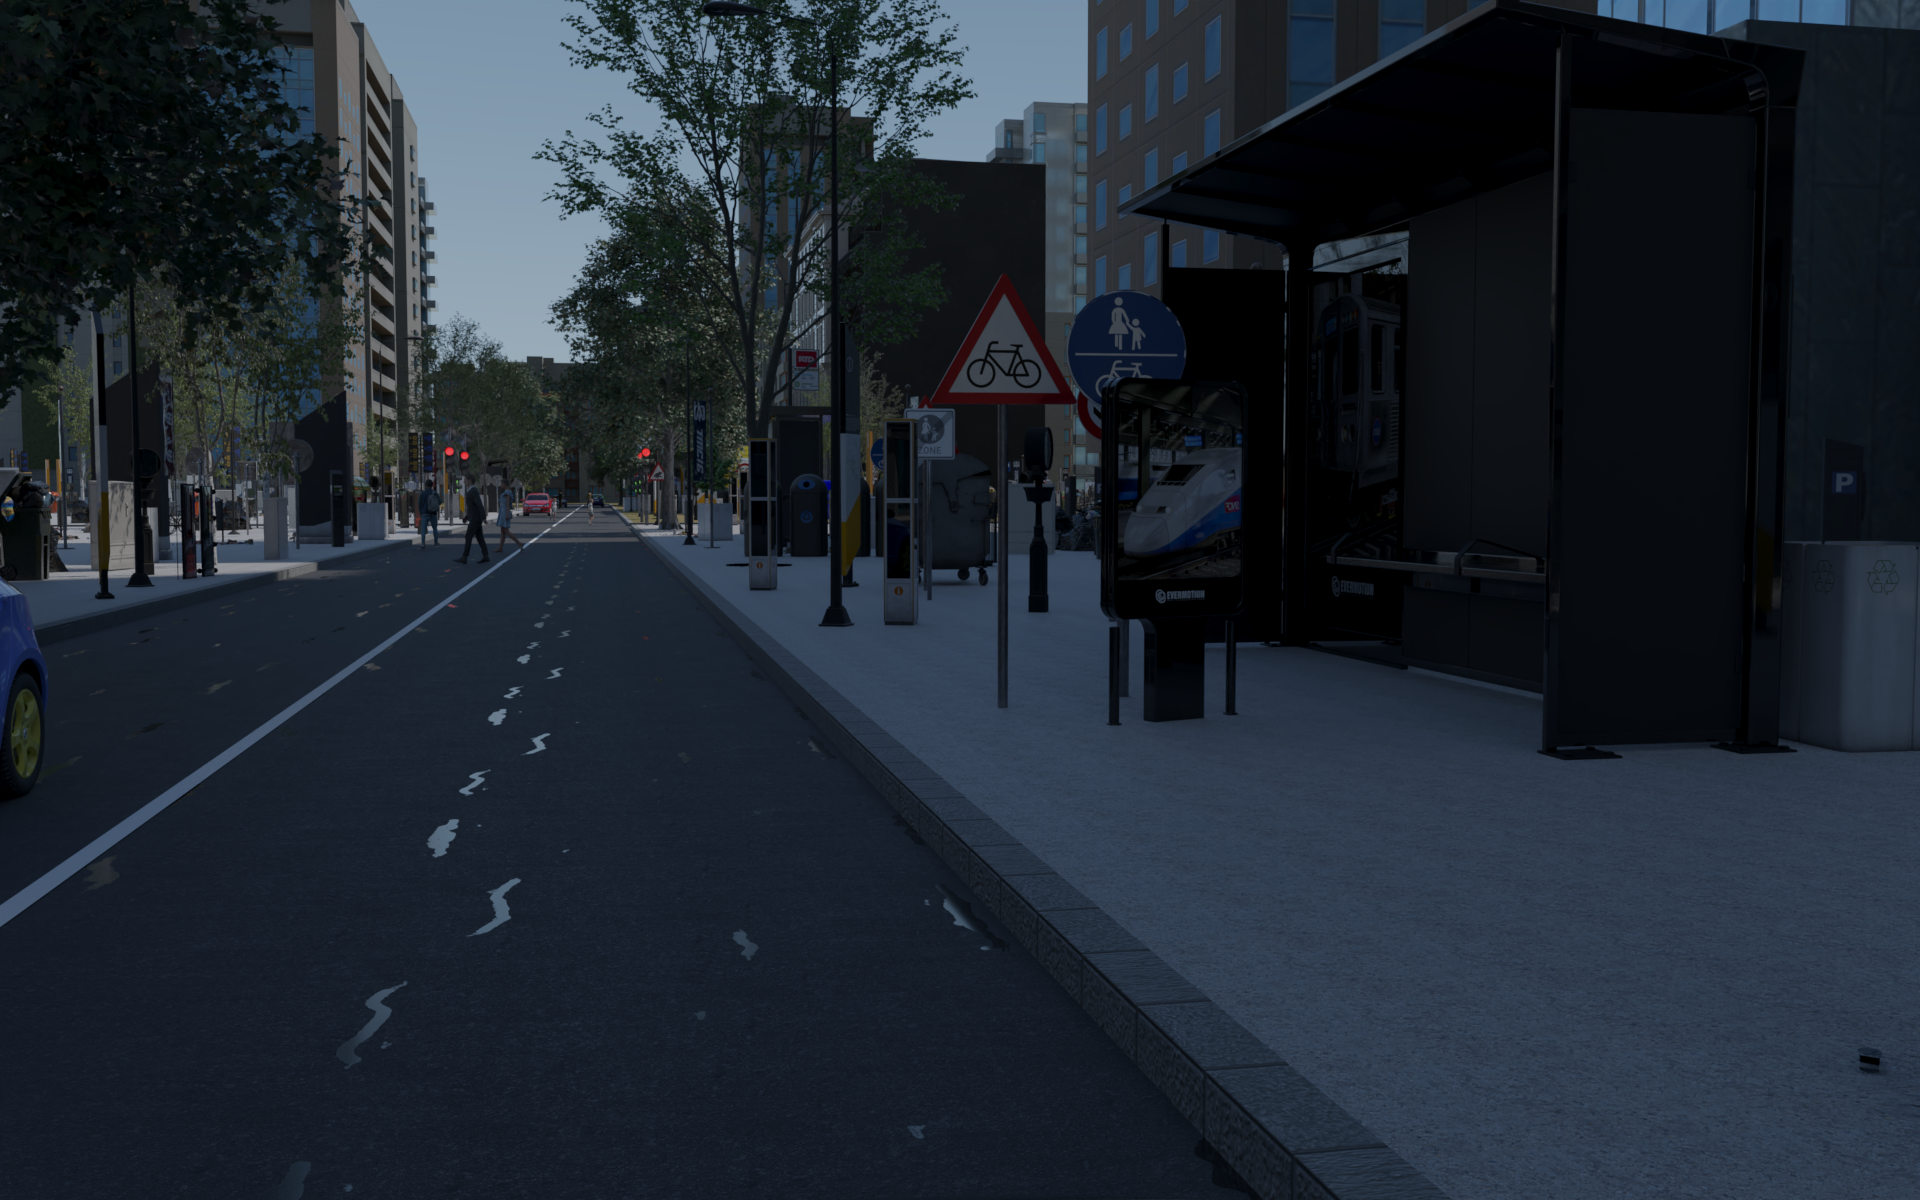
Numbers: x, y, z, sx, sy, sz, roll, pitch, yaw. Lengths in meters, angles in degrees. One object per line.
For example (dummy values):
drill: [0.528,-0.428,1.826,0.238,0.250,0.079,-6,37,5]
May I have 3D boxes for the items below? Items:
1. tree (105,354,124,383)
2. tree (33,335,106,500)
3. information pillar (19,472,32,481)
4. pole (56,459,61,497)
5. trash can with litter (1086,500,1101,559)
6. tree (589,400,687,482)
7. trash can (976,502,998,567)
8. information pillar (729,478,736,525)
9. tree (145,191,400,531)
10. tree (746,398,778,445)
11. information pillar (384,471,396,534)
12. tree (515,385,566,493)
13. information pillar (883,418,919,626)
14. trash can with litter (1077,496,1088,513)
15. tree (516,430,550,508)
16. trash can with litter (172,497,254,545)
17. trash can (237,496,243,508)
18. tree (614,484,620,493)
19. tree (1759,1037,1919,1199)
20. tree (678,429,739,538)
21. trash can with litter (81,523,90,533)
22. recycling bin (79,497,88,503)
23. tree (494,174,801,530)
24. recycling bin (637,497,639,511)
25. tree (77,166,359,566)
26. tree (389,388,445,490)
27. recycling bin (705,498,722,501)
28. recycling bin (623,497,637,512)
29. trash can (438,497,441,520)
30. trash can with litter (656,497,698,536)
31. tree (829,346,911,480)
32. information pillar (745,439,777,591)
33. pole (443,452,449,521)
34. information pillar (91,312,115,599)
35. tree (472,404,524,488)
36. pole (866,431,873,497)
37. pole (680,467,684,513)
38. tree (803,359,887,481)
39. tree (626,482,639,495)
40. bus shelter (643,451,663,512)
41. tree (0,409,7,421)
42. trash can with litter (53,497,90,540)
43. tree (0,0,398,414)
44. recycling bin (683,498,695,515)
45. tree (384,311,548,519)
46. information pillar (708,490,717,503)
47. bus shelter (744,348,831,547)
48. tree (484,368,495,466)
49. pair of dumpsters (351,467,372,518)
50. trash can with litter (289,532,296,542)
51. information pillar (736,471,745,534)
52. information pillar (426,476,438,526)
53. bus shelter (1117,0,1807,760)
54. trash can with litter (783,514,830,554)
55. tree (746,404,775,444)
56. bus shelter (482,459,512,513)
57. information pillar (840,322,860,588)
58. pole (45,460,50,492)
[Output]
tree: [-28.988,-7.037,65.421,4.737,8.622,4.395,0,3,0]
tree: [-40.988,-8.004,81.230,4.737,8.622,4.395,0,3,0]
information pillar: [-31.739,-3.323,58.816,0.304,2.012,0.304,1,4,20]
pole: [-53.100,-6.619,102.070,0.158,3.312,0.155,0,3,0]
trash can with litter: [2.967,-1.392,34.141,0.624,1.170,1.055,2,4,29]
tree: [-25.330,-14.136,137.772,9.857,13.997,8.962,0,3,0]
trash can: [0.360,-1.171,30.800,0.748,1.137,0.748,0,3,0]
information pillar: [-9.286,-4.066,70.970,0.304,2.012,0.304,-1,4,-21]
tree: [-14.878,-5.336,37.609,4.737,8.622,4.395,0,3,0]
tree: [-15.253,-10.952,129.434,4.360,8.622,3.978,0,3,0]
information pillar: [-18.320,-3.127,55.618,0.304,2.012,0.304,0,4,-8]
tree: [-42.031,-15.398,169.880,7.486,12.596,7.792,0,3,0]
information pillar: [-0.578,-0.765,16.992,0.304,2.012,0.304,0,4,8]
trash can with litter: [7.750,-6.097,110.750,1.678,1.210,2.233,2,4,30]
tree: [-41.155,-12.905,161.366,4.737,8.622,4.395,0,3,0]
trash can with litter: [-18.719,-2.021,44.106,2.233,1.210,1.678,1,4,11]
trash can: [-52.913,-7.090,127.581,0.748,1.137,0.748,0,3,0]
tree: [-42.835,-13.761,219.594,1.663,3.219,1.824,0,3,0]
tree: [2.367,-4.719,2.906,9.928,11.665,9.643,0,3,0]
tree: [-7.221,-3.419,50.509,1.663,3.219,1.824,0,3,0]
trash can with litter: [-28.617,-2.823,57.542,0.624,1.170,1.055,1,4,21]
recycling bin: [-72.546,-7.978,142.991,0.722,1.027,0.722,1,4,16]
tree: [-10.449,-8.859,61.859,9.611,12.733,9.660,0,3,0]
recycling bin: [-24.961,-7.319,132.221,0.722,1.027,0.722,1,4,14]
tree: [-13.416,-4.910,30.635,4.360,8.622,3.978,0,3,0]
tree: [-36.109,-10.100,115.492,4.360,8.622,3.978,0,3,0]
recycling bin: [-14.181,-5.338,99.836,0.722,1.027,0.722,3,5,42]
recycling bin: [-24.008,-6.907,125.481,0.722,1.027,0.722,-1,4,-18]
trash can: [-24.444,-4.197,80.272,0.748,1.137,0.748,0,3,0]
trash can with litter: [-8.359,-2.608,53.701,1.678,1.210,2.233,-2,4,-31]
tree: [-4.511,-8.168,83.903,4.360,8.622,3.978,0,3,0]
information pillar: [-2.626,-1.136,23.073,0.304,2.012,0.304,1,4,12]
pole: [-24.766,-5.479,83.424,0.158,3.312,0.155,0,3,0]
information pillar: [-10.467,-1.820,21.106,0.183,3.616,0.504,-2,4,-32]
tree: [-34.459,-10.963,129.600,4.360,8.622,3.978,0,3,0]
pole: [-2.958,-3.833,56.515,0.158,3.312,0.155,0,3,0]
pole: [-19.137,-7.674,119.312,0.158,3.312,0.155,0,3,0]
tree: [-6.183,-8.820,94.572,4.737,8.622,4.395,0,3,0]
tree: [-26.864,-9.164,144.430,1.663,3.219,1.824,0,3,0]
bus shelter: [-21.199,-8.760,120.853,2.179,5.291,8.768,-1,4,-12]
tree: [-49.617,-8.274,85.644,4.360,8.622,3.978,0,3,0]
trash can with litter: [-25.468,-2.306,48.762,1.678,1.210,2.233,-1,4,-18]
tree: [-9.423,-5.892,13.335,9.611,12.733,9.660,0,3,0]
recycling bin: [-16.324,-5.657,105.045,0.722,1.027,0.722,-2,4,-33]
tree: [-25.112,-9.364,87.509,8.767,10.594,7.601,0,4,4]
information pillar: [-13.763,-6.424,96.390,0.504,3.616,0.183,-1,4,-20]
bus shelter: [-4.444,-4.144,45.391,2.179,5.291,8.768,-1,4,-12]
tree: [-36.789,-13.725,141.414,9.611,12.733,9.660,0,3,0]
pair of dumpsters: [-21.626,-3.550,60.533,1.574,2.255,4.437,-1,4,-12]
trash can with litter: [-17.373,-2.132,46.250,1.055,1.170,0.624,0,4,-5]
information pillar: [-6.902,-3.114,55.408,0.304,2.012,0.304,0,4,-4]
information pillar: [-21.028,-3.945,69.000,0.304,2.012,0.304,1,4,20]
bus shelter: [2.751,-1.232,11.434,1.731,3.624,6.357,-1,4,-12]
trash can with litter: [-3.401,-1.645,37.947,1.678,1.210,2.233,2,4,34]
tree: [-15.523,-11.428,137.209,4.737,8.622,4.395,0,3,0]
bus shelter: [-31.786,-7.817,119.091,1.731,3.624,6.357,-1,4,-12]
information pillar: [-1.521,-1.991,23.903,0.183,3.616,0.504,1,4,22]
pole: [-54.141,-6.665,102.819,0.158,3.312,0.155,0,3,0]
